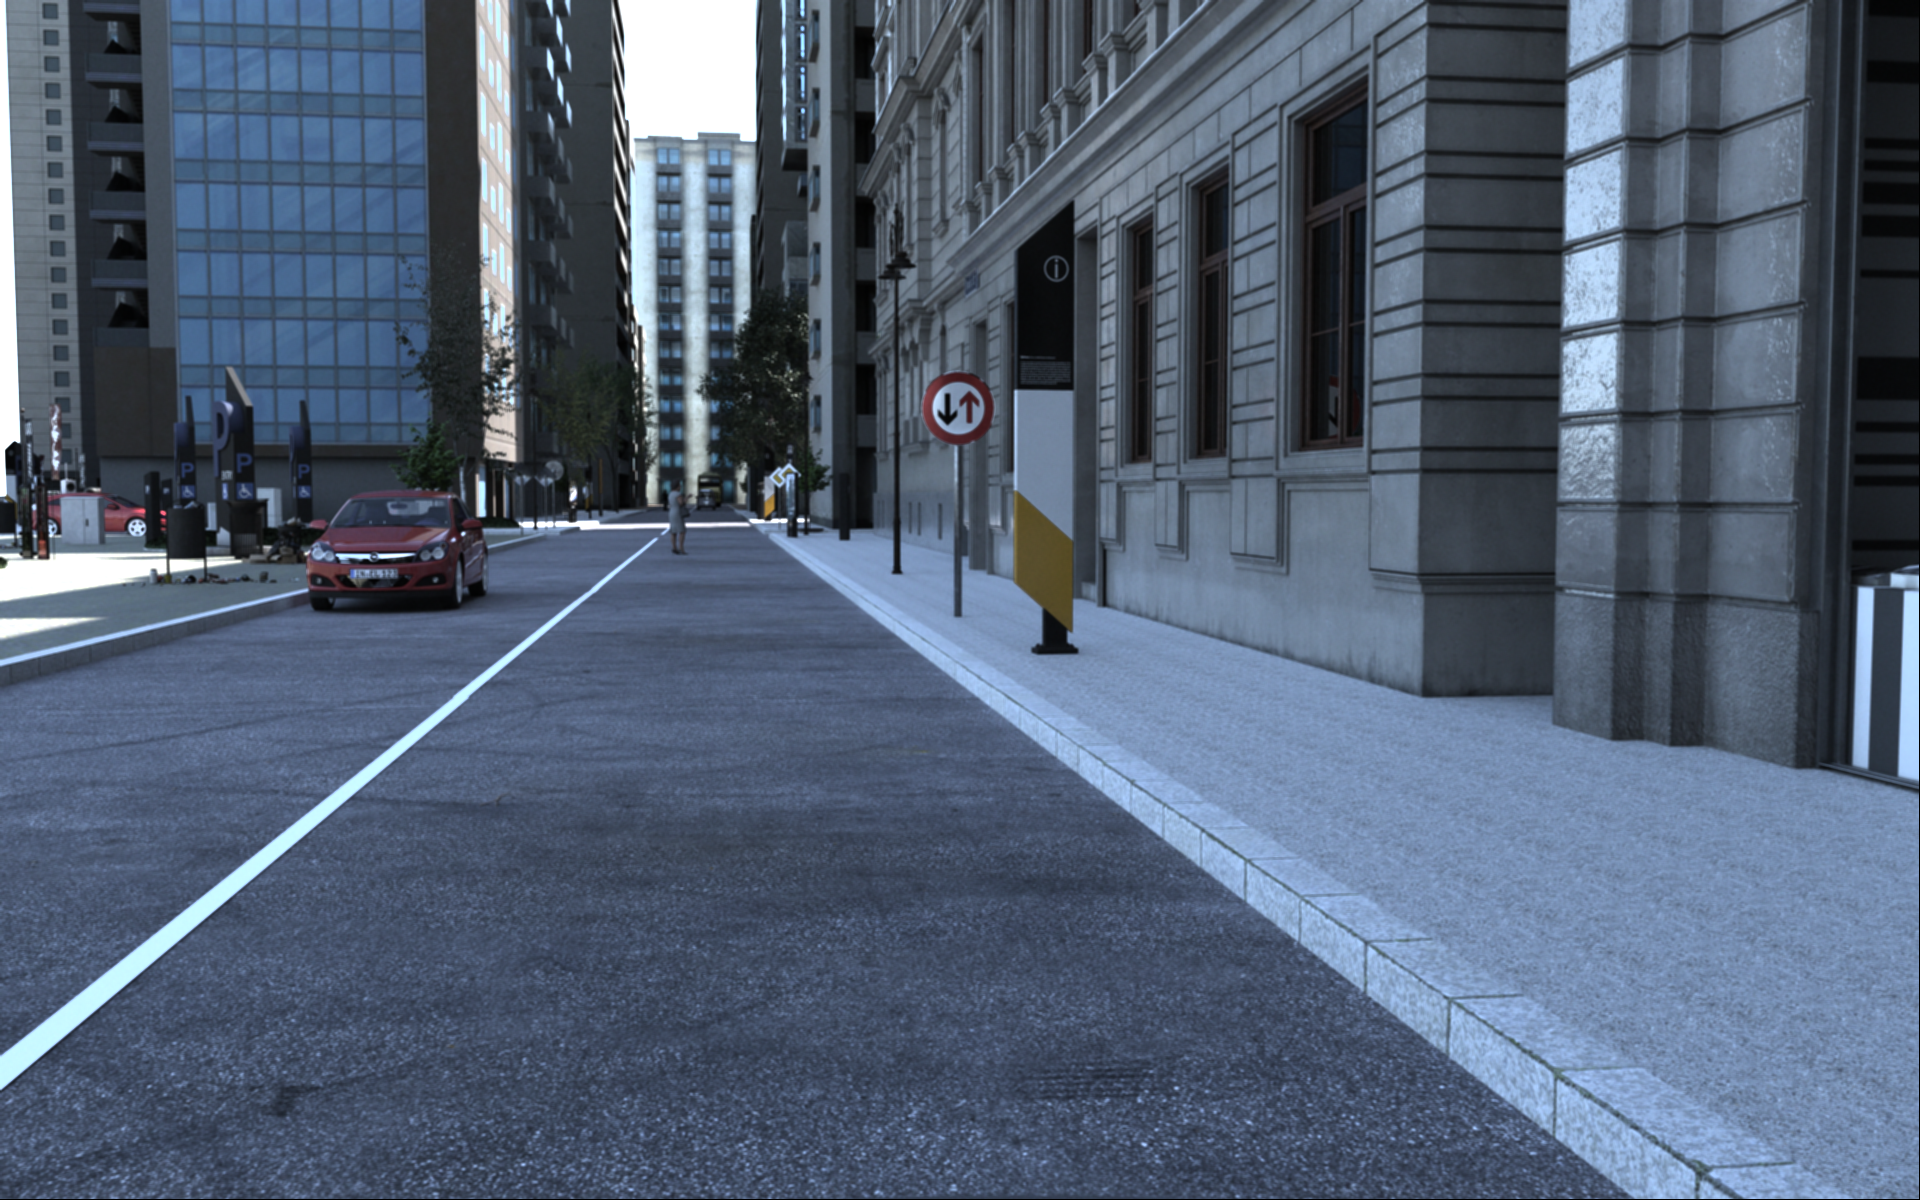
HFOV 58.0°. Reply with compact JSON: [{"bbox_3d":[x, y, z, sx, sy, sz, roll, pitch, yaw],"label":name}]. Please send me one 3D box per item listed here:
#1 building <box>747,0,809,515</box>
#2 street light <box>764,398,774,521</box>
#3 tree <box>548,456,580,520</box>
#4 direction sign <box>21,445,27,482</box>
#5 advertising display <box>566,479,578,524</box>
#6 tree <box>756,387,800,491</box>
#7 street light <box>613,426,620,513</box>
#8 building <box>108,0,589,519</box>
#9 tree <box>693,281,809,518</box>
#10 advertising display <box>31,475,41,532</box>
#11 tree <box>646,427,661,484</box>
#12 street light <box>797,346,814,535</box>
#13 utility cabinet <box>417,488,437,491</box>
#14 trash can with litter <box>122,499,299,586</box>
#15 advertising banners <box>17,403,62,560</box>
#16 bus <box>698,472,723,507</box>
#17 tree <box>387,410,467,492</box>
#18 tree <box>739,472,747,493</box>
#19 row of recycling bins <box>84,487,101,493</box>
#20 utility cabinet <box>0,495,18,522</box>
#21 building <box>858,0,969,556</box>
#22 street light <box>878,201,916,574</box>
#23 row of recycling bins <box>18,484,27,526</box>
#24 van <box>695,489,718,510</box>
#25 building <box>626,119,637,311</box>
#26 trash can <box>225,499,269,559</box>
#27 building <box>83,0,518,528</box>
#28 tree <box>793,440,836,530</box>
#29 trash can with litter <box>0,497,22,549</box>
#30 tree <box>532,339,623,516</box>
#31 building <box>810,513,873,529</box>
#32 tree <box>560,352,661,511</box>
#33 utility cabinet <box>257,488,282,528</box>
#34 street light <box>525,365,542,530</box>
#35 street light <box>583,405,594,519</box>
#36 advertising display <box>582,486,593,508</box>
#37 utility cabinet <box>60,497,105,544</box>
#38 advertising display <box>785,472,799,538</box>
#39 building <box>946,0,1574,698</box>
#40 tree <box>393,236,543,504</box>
[{"bbox_3d":[-3.386,-49.309,118.879,22.319,86.520,31.000,-1,4,-8],"label":"building"},{"bbox_3d":[-9.177,-6.782,83.681,0.468,5.910,1.993,-1,4,-8],"label":"street light"},{"bbox_3d":[-19.880,-5.663,87.188,1.663,3.219,1.824,0,3,0],"label":"tree"},{"bbox_3d":[-43.358,-5.414,80.515,0.379,3.537,0.876,0,3,0],"label":"direction sign"},{"bbox_3d":[-16.967,-4.315,75.770,0.123,1.923,0.974,1,4,8],"label":"advertising display"},{"bbox_3d":[-10.904,-9.290,102.251,4.360,8.622,3.978,0,3,0],"label":"tree"},{"bbox_3d":[-23.234,-8.840,117.319,0.468,5.910,1.993,-1,4,-8],"label":"street light"},{"bbox_3d":[-34.523,-29.409,100.443,23.786,49.044,30.456,-1,4,-8],"label":"building"},{"bbox_3d":[-9.529,-10.785,93.338,9.611,12.733,9.660,0,3,0],"label":"tree"},{"bbox_3d":[-31.540,-3.299,59.150,0.123,1.923,0.974,-3,4,-38],"label":"advertising display"},{"bbox_3d":[-34.705,-14.644,189.786,4.360,8.622,3.978,0,3,0],"label":"tree"},{"bbox_3d":[-4.827,-4.977,54.160,0.468,5.910,1.993,-1,4,-8],"label":"street light"},{"bbox_3d":[-19.067,-3.275,62.218,1.173,1.500,0.318,2,4,33],"label":"utility cabinet"},{"bbox_3d":[-10.787,-0.855,25.040,2.233,1.210,1.678,-1,4,-14],"label":"trash can with litter"},{"bbox_3d":[-18.047,-2.313,33.999,2.074,3.025,0.090,3,5,41],"label":"advertising banners"},{"bbox_3d":[-27.866,-12.324,193.045,2.896,3.916,12.252,0,4,-8],"label":"bus"},{"bbox_3d":[-12.183,-2.780,40.051,1.663,3.219,1.824,0,3,0],"label":"tree"},{"bbox_3d":[-17.908,-9.243,145.720,1.663,3.219,1.824,0,3,0],"label":"tree"},{"bbox_3d":[-54.474,-6.228,108.943,1.069,1.692,3.534,-1,4,-19],"label":"row of recycling bins"},{"bbox_3d":[-43.179,-4.131,78.703,0.306,1.237,1.020,1,4,23],"label":"utility cabinet"},{"bbox_3d":[5.019,-15.644,43.174,14.401,28.519,23.554,-1,4,-8],"label":"building"},{"bbox_3d":[-1.012,-3.358,27.690,0.468,5.910,1.993,-1,4,-8],"label":"street light"},{"bbox_3d":[-38.202,-3.932,71.403,1.069,1.692,3.534,-2,4,-25],"label":"row of recycling bins"},{"bbox_3d":[-22.757,-9.072,155.337,2.013,2.044,4.112,0,4,-7],"label":"van"},{"bbox_3d":[-45.212,-33.751,201.934,14.200,45.320,14.600,-1,4,-8],"label":"building"},{"bbox_3d":[-14.079,-1.377,34.164,0.748,1.137,0.748,0,3,0],"label":"trash can"},{"bbox_3d":[-26.098,-25.753,71.181,14.600,45.320,14.200,-1,4,-8],"label":"building"},{"bbox_3d":[-5.351,-4.103,61.682,1.663,3.219,1.824,0,3,0],"label":"tree"},{"bbox_3d":[-23.007,-1.821,40.831,1.678,1.210,2.233,3,5,41],"label":"trash can with litter"},{"bbox_3d":[-18.463,-8.115,83.048,4.737,8.622,4.395,0,3,0],"label":"tree"},{"bbox_3d":[4.257,-27.508,73.452,21.600,48.544,21.300,-1,4,-8],"label":"building"},{"bbox_3d":[-25.683,-12.360,127.848,9.928,11.665,9.643,0,3,0],"label":"tree"},{"bbox_3d":[-25.686,-3.412,64.459,1.173,1.500,0.318,3,4,38],"label":"utility cabinet"},{"bbox_3d":[-15.306,-5.473,62.275,0.468,5.910,1.993,-1,4,-8],"label":"street light"},{"bbox_3d":[-19.289,-7.179,90.158,0.468,5.910,1.993,-1,4,-8],"label":"street light"},{"bbox_3d":[-28.657,-7.837,133.341,0.974,1.923,0.123,2,4,32],"label":"advertising display"},{"bbox_3d":[-22.572,-2.043,44.557,1.020,1.237,0.306,0,4,3],"label":"utility cabinet"},{"bbox_3d":[-4.979,-2.824,51.378,0.123,1.923,0.974,-1,4,-22],"label":"advertising display"},{"bbox_3d":[6.432,-11.278,20.549,11.583,22.565,21.152,-1,4,-8],"label":"building"},{"bbox_3d":[-14.184,-6.066,49.534,4.360,8.622,3.978,0,3,0],"label":"tree"}]
